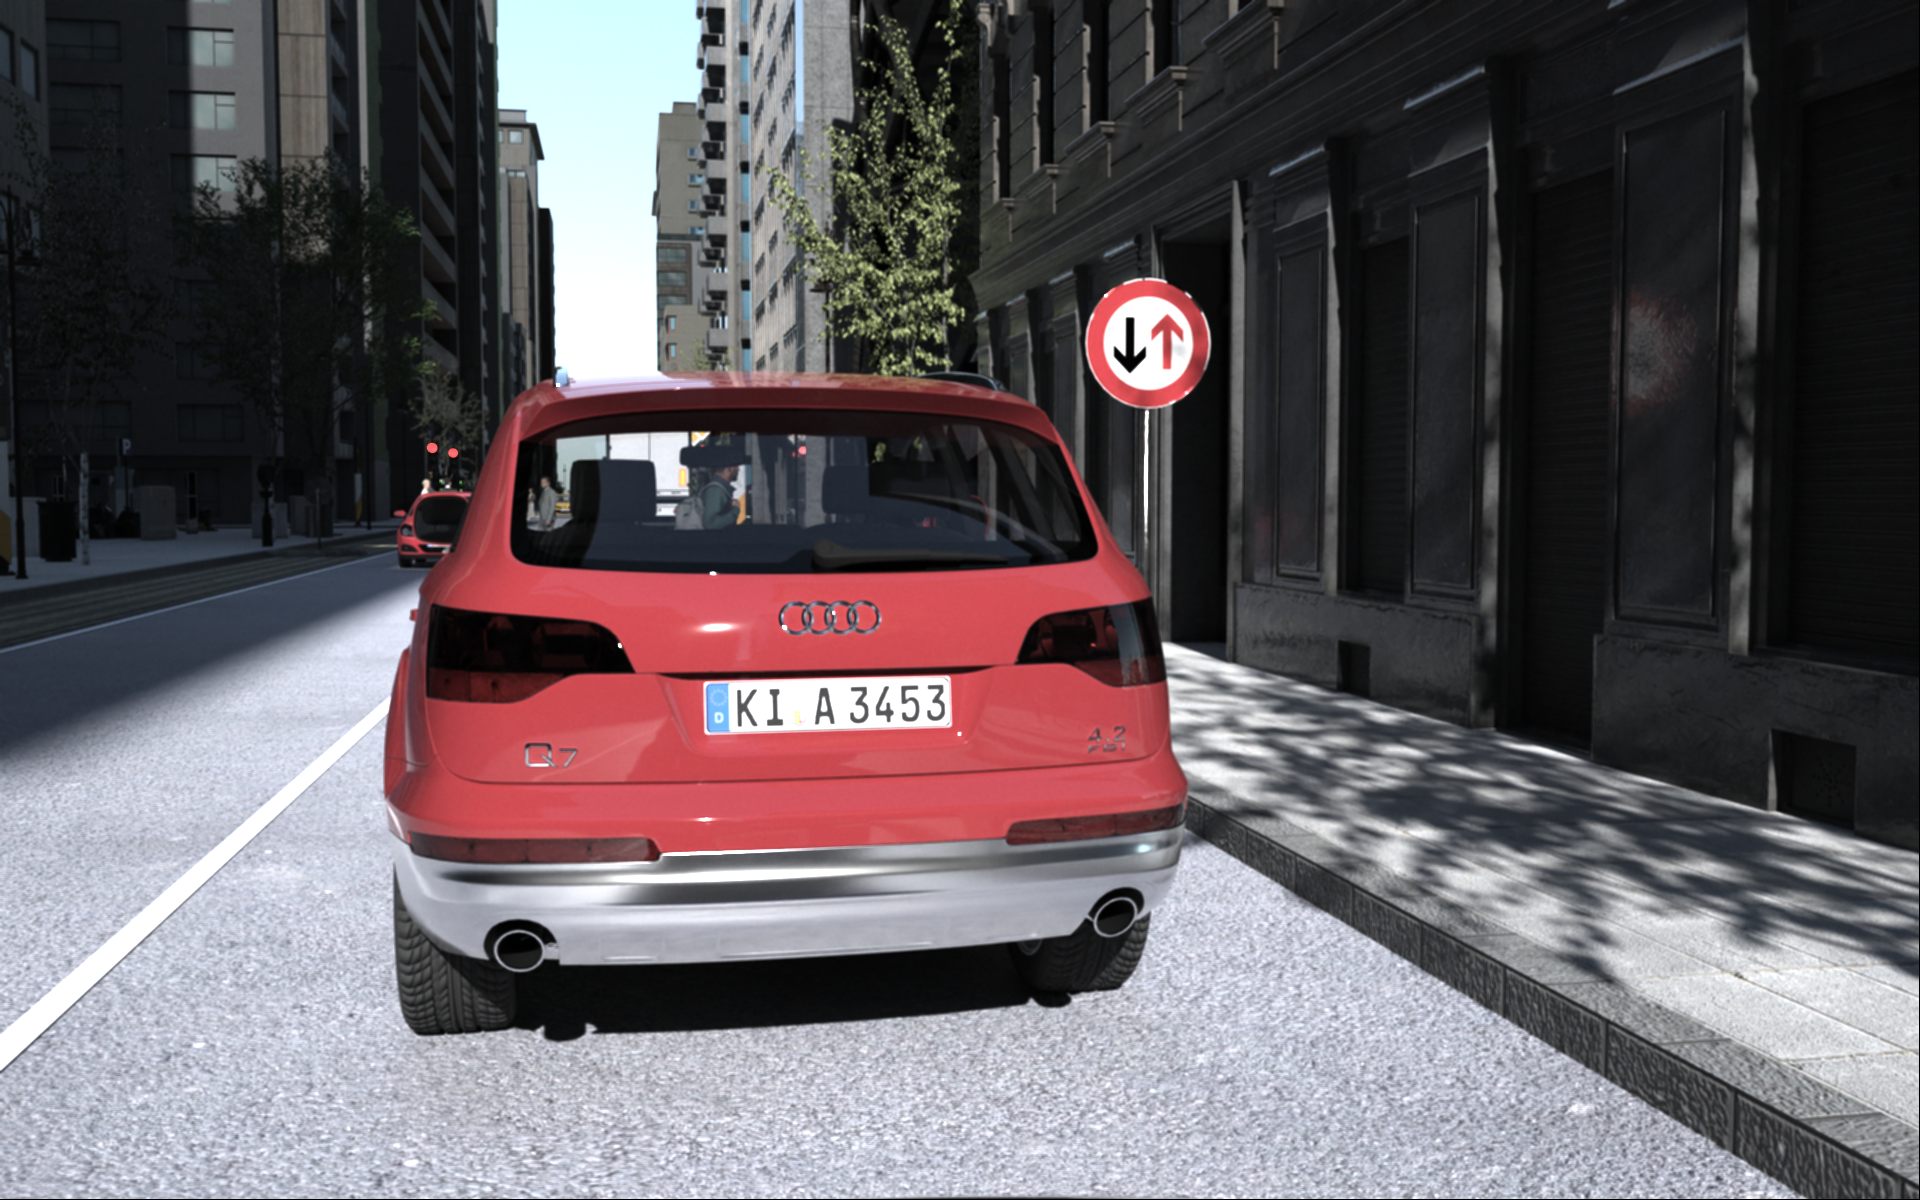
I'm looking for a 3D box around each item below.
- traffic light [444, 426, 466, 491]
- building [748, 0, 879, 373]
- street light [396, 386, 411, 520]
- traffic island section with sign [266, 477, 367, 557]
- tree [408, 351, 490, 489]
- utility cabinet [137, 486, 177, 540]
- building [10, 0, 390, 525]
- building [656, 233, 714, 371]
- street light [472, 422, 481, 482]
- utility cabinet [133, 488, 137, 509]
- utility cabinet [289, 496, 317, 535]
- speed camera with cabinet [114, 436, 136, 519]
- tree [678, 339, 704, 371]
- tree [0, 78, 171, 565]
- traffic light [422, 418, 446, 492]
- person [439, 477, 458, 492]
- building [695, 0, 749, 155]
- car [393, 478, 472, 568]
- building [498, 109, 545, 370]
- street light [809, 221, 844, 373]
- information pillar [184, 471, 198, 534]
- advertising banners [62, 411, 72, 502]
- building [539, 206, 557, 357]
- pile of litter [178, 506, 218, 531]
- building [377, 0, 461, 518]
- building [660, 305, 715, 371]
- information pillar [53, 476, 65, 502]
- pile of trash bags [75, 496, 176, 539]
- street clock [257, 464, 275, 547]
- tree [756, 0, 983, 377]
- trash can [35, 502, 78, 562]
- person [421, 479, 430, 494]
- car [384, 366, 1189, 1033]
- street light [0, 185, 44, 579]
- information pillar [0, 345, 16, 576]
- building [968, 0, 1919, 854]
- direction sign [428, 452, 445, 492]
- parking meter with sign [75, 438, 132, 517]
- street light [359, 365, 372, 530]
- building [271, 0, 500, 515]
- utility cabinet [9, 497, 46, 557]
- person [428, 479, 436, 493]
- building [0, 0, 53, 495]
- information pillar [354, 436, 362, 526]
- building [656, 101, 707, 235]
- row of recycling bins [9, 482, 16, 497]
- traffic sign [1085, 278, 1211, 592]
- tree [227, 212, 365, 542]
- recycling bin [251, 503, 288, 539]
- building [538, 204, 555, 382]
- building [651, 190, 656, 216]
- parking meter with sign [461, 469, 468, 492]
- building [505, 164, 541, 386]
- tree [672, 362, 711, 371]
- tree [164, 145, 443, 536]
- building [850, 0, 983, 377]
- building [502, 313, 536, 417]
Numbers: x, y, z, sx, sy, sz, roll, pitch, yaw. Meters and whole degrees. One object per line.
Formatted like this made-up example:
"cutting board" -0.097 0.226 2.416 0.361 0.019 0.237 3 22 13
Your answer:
"traffic light" -20.982 -5.077 71.926 0.839 4.253 0.868 -1 4 -11
"building" -0.103 -14.577 56.357 12.078 24.808 19.932 -1 4 -11
"street light" -23.155 -6.079 72.184 0.468 5.910 1.993 -1 4 -11
"traffic island section with sign" -14.808 -1.916 39.962 1.989 1.847 2.006 -1 4 -11
"tree" -26.509 -8.491 89.189 4.360 8.622 3.978 0 3 0
"utility cabinet" -22.318 -2.419 48.228 0.318 1.500 1.173 1 4 10
"building" -33.708 -24.013 76.207 14.154 41.232 14.086 -1 4 -11
"building" -26.919 -25.855 194.425 14.160 30.474 14.107 -1 4 -11
"street light" -30.096 -8.259 107.829 0.468 5.910 1.993 -1 4 -11
"utility cabinet" -27.194 -3.040 58.387 1.173 1.500 0.318 0 4 0
"utility cabinet" -20.691 -2.673 54.862 0.306 1.237 1.020 2 4 35
"speed camera with cabinet" -28.412 -3.943 58.808 0.660 3.252 2.038 -1 4 -20
"tree" -11.730 -8.017 81.444 4.737 8.622 4.395 0 3 0
"tree" -15.871 -4.949 31.281 4.360 8.622 3.978 0 3 0
"traffic light" -19.460 -4.597 64.087 0.839 4.253 0.868 -1 4 -11
"person" -14.470 -2.529 49.213 0.648 1.900 0.474 -2 4 -25
"building" -6.362 -30.468 117.763 23.786 49.044 30.456 -1 4 -11
"car" -10.328 -1.600 35.193 2.155 1.783 4.494 -1 4 -11
"building" -72.192 -39.737 238.937 28.713 52.752 27.495 -1 4 -11
"street light" -2.252 -3.471 29.532 0.468 5.910 1.993 -1 4 -11
"information pillar" -24.788 -3.140 55.838 0.304 2.012 0.304 -3 5 -41
"advertising banners" -19.414 -2.536 37.656 0.090 3.025 2.074 -2 4 -24
"building" -77.510 -40.544 282.497 23.786 49.044 30.456 -1 4 -11
"pile of litter" -26.365 -2.812 59.947 1.176 0.858 1.719 -3 5 -41
"building" -41.437 -29.178 100.763 21.300 48.544 21.600 -1 4 -11
"building" -15.951 -20.178 174.957 27.650 21.520 28.899 -1 4 -11
"information pillar" -36.007 -3.960 69.230 0.304 2.012 0.304 2 4 34
"pile of trash bags" -24.496 -2.500 50.627 1.912 1.369 3.447 2 4 28
"street clock" -16.920 -2.305 42.264 0.358 2.002 0.471 0 4 2
"tree" -0.518 -4.601 25.591 4.737 8.622 4.395 0 3 0
"trash can" -17.150 -1.301 32.925 0.748 1.137 0.748 0 3 0
"person" -14.840 -2.427 48.055 0.818 1.842 0.514 -2 4 -30
"car" -0.851 0.145 6.307 2.281 1.827 5.304 -1 4 -13
"street light" -14.211 -3.258 26.055 0.468 5.910 1.993 -1 4 -11
"information pillar" -15.101 -2.184 27.060 0.183 3.616 0.504 2 4 25
"building" 6.472 -10.107 14.396 9.793 20.994 18.267 -1 4 -11
"direction sign" -28.255 -6.210 93.523 0.876 3.537 0.379 -2 4 -32
"parking meter with sign" -26.810 -3.539 54.124 1.738 3.016 0.543 0 4 7
"street light" -21.204 -5.455 61.975 0.468 5.910 1.993 -1 4 -11
"building" -41.756 -27.215 128.563 14.154 41.232 14.086 -1 4 -11
"utility cabinet" -19.190 -1.478 35.325 1.020 1.237 0.306 0 4 2
"person" -15.180 -2.502 49.210 0.447 1.846 0.655 1 4 9
"building" -42.056 -27.832 44.285 27.495 52.752 28.713 -1 4 -11
"information pillar" -24.536 -4.846 70.586 0.183 3.616 0.504 0 4 4
"building" -26.074 -35.993 212.188 21.300 48.544 21.600 -1 4 -11
"row of recycling bins" -26.214 -2.320 45.044 1.069 1.692 3.534 1 4 19
"traffic sign" 1.104 -0.625 10.320 0.768 2.556 0.104 -1 4 -10
"tree" -18.092 -5.822 45.547 4.360 8.622 3.978 0 3 0
"recycling bin" -20.065 -2.311 50.334 0.722 1.027 0.722 2 4 29
"building" -68.499 -37.403 261.652 14.600 45.320 14.200 -1 4 -11
"building" -37.180 -43.034 292.848 28.713 52.752 27.495 -1 4 -11
"parking meter with sign" -33.916 -7.474 118.453 0.543 3.016 1.738 -2 4 -24
"building" -58.029 -32.099 208.411 14.154 41.232 14.086 -1 4 -11
"tree" -14.743 -8.830 94.727 4.360 8.622 3.978 0 3 0
"tree" -19.705 -7.776 52.899 9.928 11.665 9.643 0 3 0
"building" 5.841 -10.472 38.665 16.820 18.784 16.811 -1 4 -11
"building" -60.582 -20.895 186.668 27.650 21.520 28.899 -1 4 -11
